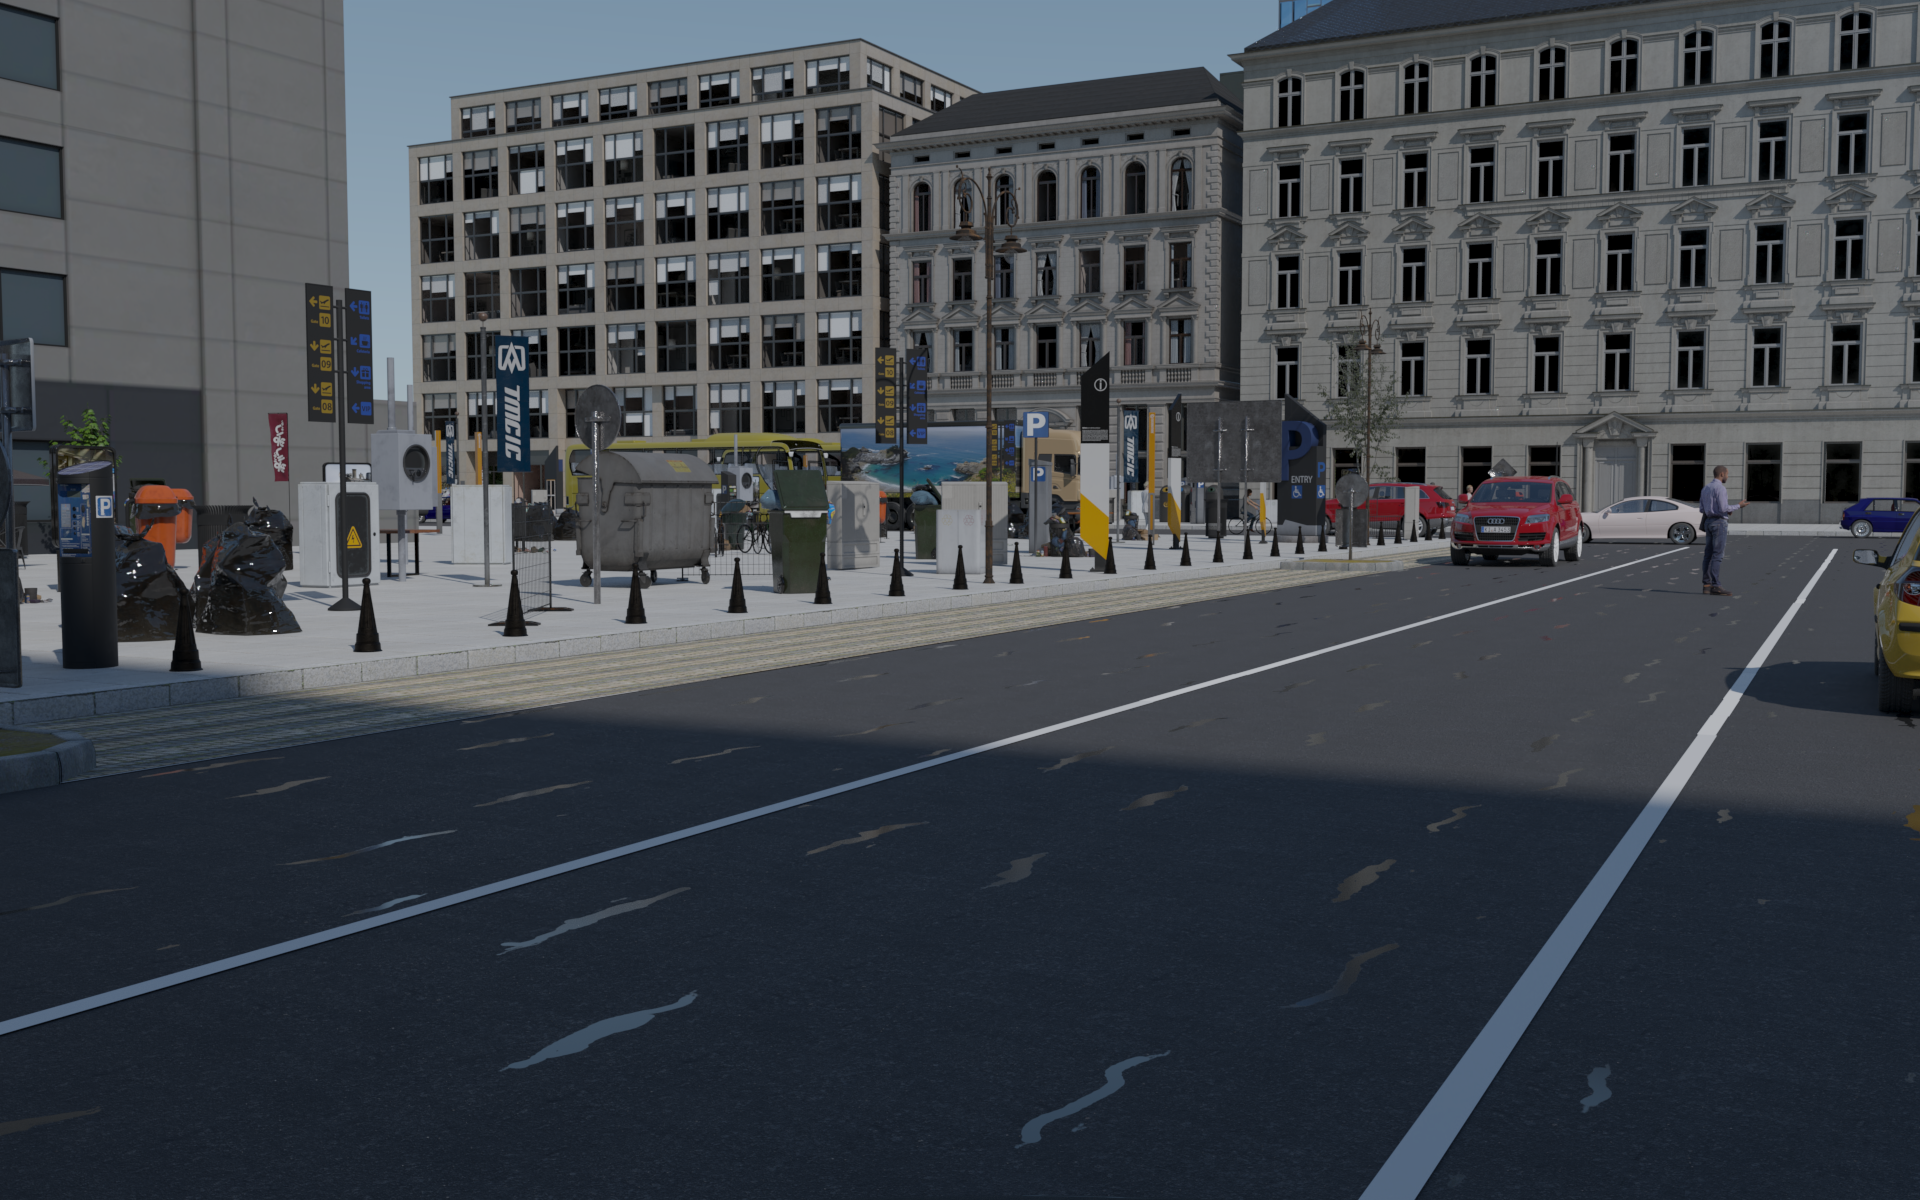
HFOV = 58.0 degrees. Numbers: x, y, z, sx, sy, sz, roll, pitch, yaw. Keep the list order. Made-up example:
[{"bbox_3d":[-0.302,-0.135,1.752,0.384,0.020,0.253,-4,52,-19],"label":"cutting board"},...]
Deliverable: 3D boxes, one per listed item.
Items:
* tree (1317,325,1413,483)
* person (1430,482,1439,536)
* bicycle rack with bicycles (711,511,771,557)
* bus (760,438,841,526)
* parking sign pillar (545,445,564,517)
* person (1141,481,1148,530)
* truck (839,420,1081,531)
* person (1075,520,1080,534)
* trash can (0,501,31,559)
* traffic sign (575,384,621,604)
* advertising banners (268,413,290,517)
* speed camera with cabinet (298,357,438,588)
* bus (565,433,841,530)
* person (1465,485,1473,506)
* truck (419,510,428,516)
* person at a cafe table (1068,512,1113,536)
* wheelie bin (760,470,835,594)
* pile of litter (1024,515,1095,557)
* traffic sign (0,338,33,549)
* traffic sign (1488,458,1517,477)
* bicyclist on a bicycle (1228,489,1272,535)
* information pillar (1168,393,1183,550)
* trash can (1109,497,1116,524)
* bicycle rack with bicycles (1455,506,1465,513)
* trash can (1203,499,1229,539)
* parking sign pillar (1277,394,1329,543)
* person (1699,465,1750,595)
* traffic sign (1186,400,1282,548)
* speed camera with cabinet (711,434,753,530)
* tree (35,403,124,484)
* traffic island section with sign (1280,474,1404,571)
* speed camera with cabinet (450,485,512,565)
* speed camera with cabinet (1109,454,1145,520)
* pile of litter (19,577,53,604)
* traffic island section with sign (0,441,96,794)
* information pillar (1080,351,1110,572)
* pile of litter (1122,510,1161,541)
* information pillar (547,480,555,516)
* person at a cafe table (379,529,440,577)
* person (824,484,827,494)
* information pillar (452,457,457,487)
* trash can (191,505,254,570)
[{"bbox_3d":[17.443,-7.614,74.845,4.360,8.622,3.978,0,3,0],"label":"tree"},{"bbox_3d":[16.154,-3.124,59.445,0.748,1.841,0.638,-1,4,-18],"label":"person"},{"bbox_3d":[-4.391,-1.406,36.374,2.852,0.926,2.925,-1,4,-21],"label":"bicycle rack with bicycles"},{"bbox_3d":[-5.367,-5.163,75.958,12.252,3.916,2.896,2,4,29],"label":"bus"},{"bbox_3d":[-22.661,-6.617,96.659,1.447,3.967,1.447,-3,5,-43],"label":"parking sign pillar"},{"bbox_3d":[6.025,-2.902,55.831,0.514,1.842,0.818,2,4,33],"label":"person"},{"bbox_3d":[0.734,-4.796,67.325,11.283,4.237,2.839,2,4,28],"label":"truck"},{"bbox_3d":[4.314,-2.742,61.615,0.655,0.850,0.859,-2,4,-30],"label":"person"},{"bbox_3d":[-18.827,-1.387,34.328,0.748,1.137,0.748,0,3,0],"label":"trash can"},{"bbox_3d":[-4.231,-1.225,20.129,0.768,2.556,0.104,3,4,36],"label":"traffic sign"},{"bbox_3d":[-13.941,-2.501,37.073,2.074,3.025,0.090,1,4,20],"label":"advertising banners"},{"bbox_3d":[-8.372,-1.842,24.459,0.660,3.252,2.038,2,4,26],"label":"speed camera with cabinet"},{"bbox_3d":[-10.810,-4.890,71.494,12.252,3.916,2.896,2,4,29],"label":"bus"},{"bbox_3d":[17.852,-3.180,61.170,0.598,1.740,0.731,0,4,6],"label":"person"},{"bbox_3d":[-30.363,-5.834,84.300,11.283,4.237,2.839,2,4,27],"label":"truck"},{"bbox_3d":[3.872,-2.710,52.826,1.698,1.524,1.622,-2,4,-31],"label":"person at a cafe table"},{"bbox_3d":[-2.134,-0.891,22.476,0.980,1.594,0.693,-2,4,-25],"label":"wheelie bin"},{"bbox_3d":[2.082,-1.321,35.561,1.719,0.858,1.176,3,4,39],"label":"pile of litter"},{"bbox_3d":[-6.328,-0.575,11.539,0.606,2.300,0.079,3,4,36],"label":"traffic sign"},{"bbox_3d":[15.118,-2.733,48.321,0.795,2.450,0.064,2,4,28],"label":"traffic sign"},{"bbox_3d":[10.216,-3.115,60.955,1.625,1.676,1.499,2,4,27],"label":"bicyclist on a bicycle"},{"bbox_3d":[4.966,-2.978,40.039,0.183,3.616,0.504,3,4,36],"label":"information pillar"},{"bbox_3d":[6.248,-3.788,73.580,0.748,1.137,0.748,0,3,0],"label":"trash can"},{"bbox_3d":[21.809,-3.944,77.870,2.925,0.926,2.852,2,4,34],"label":"bicycle rack with bicycles"},{"bbox_3d":[7.384,-2.340,49.920,0.748,1.137,0.748,0,3,0],"label":"trash can"},{"bbox_3d":[9.067,-3.515,45.946,1.447,3.967,1.447,-3,5,-41],"label":"parking sign pillar"},{"bbox_3d":[10.903,-0.999,24.699,0.599,1.838,0.709,0,4,-5],"label":"person"},{"bbox_3d":[5.969,-2.695,37.935,2.265,3.308,0.079,2,4,34],"label":"traffic sign"},{"bbox_3d":[-7.649,-3.824,56.863,0.660,3.252,2.038,2,4,32],"label":"speed camera with cabinet"},{"bbox_3d":[-17.871,-2.518,35.774,1.663,3.219,1.824,0,3,0],"label":"tree"},{"bbox_3d":[7.351,-1.488,32.960,1.989,1.847,2.006,2,4,28],"label":"traffic island section with sign"},{"bbox_3d":[-9.254,-2.278,31.574,2.038,3.252,0.660,0,4,1],"label":"speed camera with cabinet"},{"bbox_3d":[8.361,-5.595,85.807,2.038,3.252,0.660,-1,4,-14],"label":"speed camera with cabinet"},{"bbox_3d":[-11.583,-0.379,20.155,1.719,0.858,1.176,-1,4,-11],"label":"pile of litter"},{"bbox_3d":[-5.532,0.004,8.563,1.989,1.847,2.006,2,4,28],"label":"traffic island section with sign"},{"bbox_3d":[2.228,-2.268,28.439,0.504,3.616,0.183,0,4,3],"label":"information pillar"},{"bbox_3d":[5.028,-2.103,48.341,1.176,0.858,1.719,1,4,20],"label":"pile of litter"},{"bbox_3d":[-21.132,-5.199,89.499,0.304,2.012,0.304,2,4,32],"label":"information pillar"},{"bbox_3d":[-9.288,-0.975,26.808,1.698,1.238,1.726,1,4,17],"label":"person at a cafe table"},{"bbox_3d":[-5.125,-3.557,66.804,0.875,1.805,0.789,1,4,14],"label":"person"},{"bbox_3d":[-28.479,-6.496,97.571,0.183,3.616,0.504,1,4,10],"label":"information pillar"},{"bbox_3d":[-9.439,-0.645,22.195,0.748,1.137,0.748,0,3,0],"label":"trash can"}]
